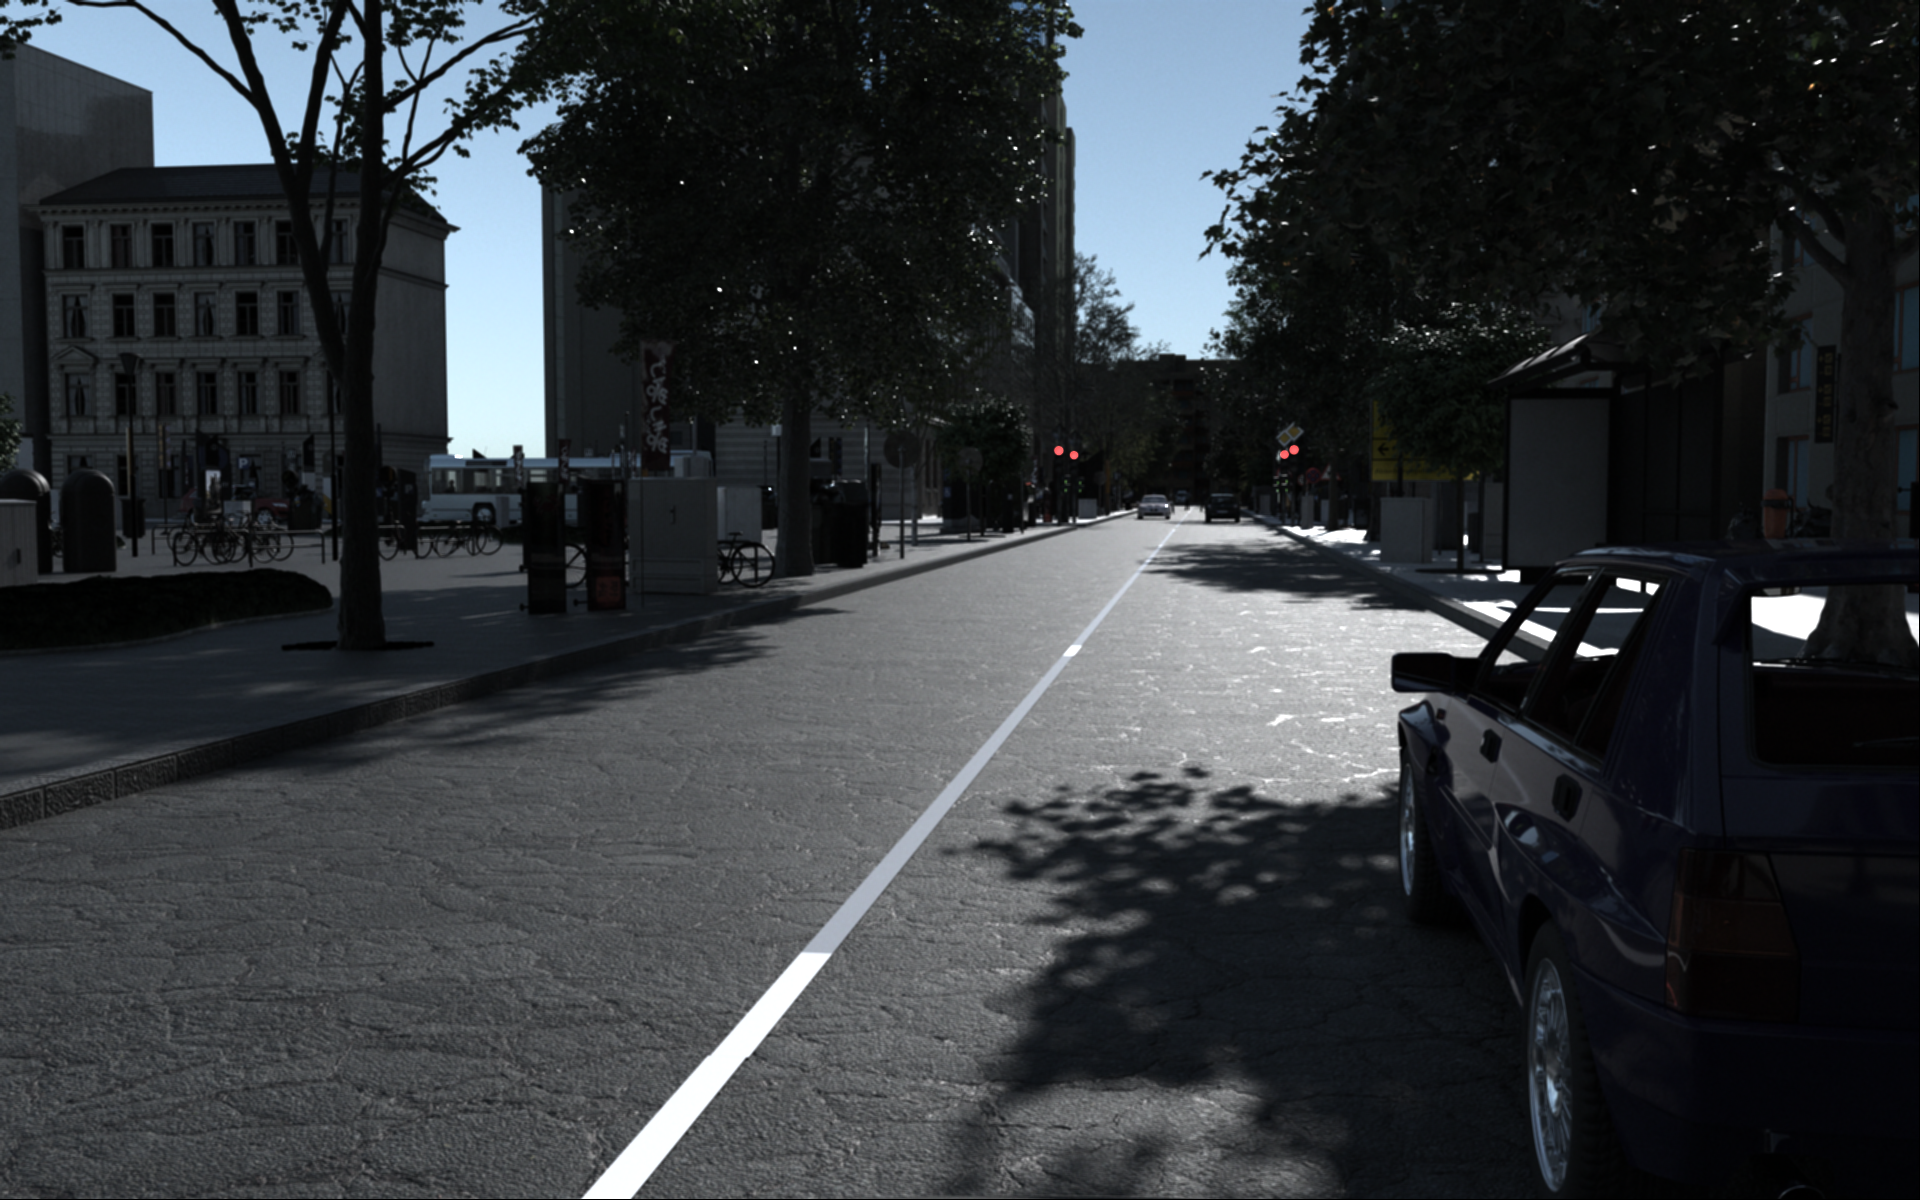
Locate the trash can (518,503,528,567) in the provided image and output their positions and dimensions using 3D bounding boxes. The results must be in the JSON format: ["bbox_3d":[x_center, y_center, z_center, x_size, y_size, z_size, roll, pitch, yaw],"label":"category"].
[{"bbox_3d":[-7.010,-1.060,28.981,0.748,1.137,0.748,0,3,0],"label":"trash can"}]

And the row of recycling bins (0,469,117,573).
[{"bbox_3d":[-15.650,-1.286,28.140,3.534,1.692,1.069,-1,4,-18],"label":"row of recycling bins"}]

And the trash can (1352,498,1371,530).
[{"bbox_3d":[14.445,-3.092,62.200,0.748,1.137,0.748,0,3,0],"label":"trash can"}]

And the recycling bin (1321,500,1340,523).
[{"bbox_3d":[16.237,-3.874,75.896,0.722,1.027,0.722,1,4,21],"label":"recycling bin"}]

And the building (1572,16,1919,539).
[{"bbox_3d":[32.105,-12.002,41.264,27.650,21.520,28.899,0,4,8],"label":"building"}]

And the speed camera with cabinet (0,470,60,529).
[{"bbox_3d":[-32.809,-4.067,60.831,2.038,3.252,0.660,0,4,1],"label":"speed camera with cabinet"}]

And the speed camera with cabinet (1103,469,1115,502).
[{"bbox_3d":[11.849,-8.809,138.370,0.660,3.252,2.038,-1,4,-10],"label":"speed camera with cabinet"}]

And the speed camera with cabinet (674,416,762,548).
[{"bbox_3d":[-5.788,-2.882,41.464,2.038,3.252,0.660,-2,4,-33],"label":"speed camera with cabinet"}]

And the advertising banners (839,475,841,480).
[{"bbox_3d":[-5.594,-5.355,83.747,0.090,3.025,2.074,1,4,14],"label":"advertising banners"}]

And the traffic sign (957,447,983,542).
[{"bbox_3d":[0.236,-2.846,46.645,0.768,2.556,0.104,1,4,15],"label":"traffic sign"}]

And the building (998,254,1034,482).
[{"bbox_3d":[-0.084,-17.353,138.471,10.420,20.320,16.860,0,4,8],"label":"building"}]

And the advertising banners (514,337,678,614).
[{"bbox_3d":[-3.929,-1.398,19.046,0.090,3.025,2.074,3,5,44],"label":"advertising banners"}]

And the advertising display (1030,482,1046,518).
[{"bbox_3d":[4.173,-5.432,94.022,0.974,1.923,0.123,1,4,9],"label":"advertising display"}]

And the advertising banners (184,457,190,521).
[{"bbox_3d":[-37.075,-5.350,83.657,0.090,3.025,2.074,0,4,-5],"label":"advertising banners"}]

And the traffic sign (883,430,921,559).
[{"bbox_3d":[-1.151,-2.095,34.366,0.768,2.556,0.104,1,4,10],"label":"traffic sign"}]

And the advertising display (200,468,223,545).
[{"bbox_3d":[-18.667,-2.326,43.242,0.123,1.923,0.974,0,4,0],"label":"advertising display"}]

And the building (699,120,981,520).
[{"bbox_3d":[-5.936,-15.861,95.487,11.583,22.565,21.152,0,4,8],"label":"building"}]

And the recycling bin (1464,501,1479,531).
[{"bbox_3d":[17.994,-2.966,61.045,0.722,1.027,0.722,-1,4,-9],"label":"recycling bin"}]

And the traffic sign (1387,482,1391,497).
[{"bbox_3d":[9.763,-2.403,39.391,0.768,2.556,0.104,1,4,10],"label":"traffic sign"}]

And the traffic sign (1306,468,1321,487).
[{"bbox_3d":[17.030,-5.105,83.568,0.768,2.556,0.104,1,4,13],"label":"traffic sign"}]

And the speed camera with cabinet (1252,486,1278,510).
[{"bbox_3d":[24.527,-8.863,139.250,2.038,3.252,0.660,3,4,36],"label":"speed camera with cabinet"}]

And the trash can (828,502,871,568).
[{"bbox_3d":[-1.925,-1.140,30.288,0.748,1.137,0.748,0,3,0],"label":"trash can"}]

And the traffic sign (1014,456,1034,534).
[{"bbox_3d":[2.024,-3.427,56.138,0.768,2.556,0.104,1,4,10],"label":"traffic sign"}]

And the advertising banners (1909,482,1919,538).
[{"bbox_3d":[12.421,-1.593,22.227,0.090,3.025,2.074,-2,4,-28],"label":"advertising banners"}]

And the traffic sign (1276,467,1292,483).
[{"bbox_3d":[14.707,-4.796,78.517,0.768,2.556,0.104,1,4,17],"label":"traffic sign"}]

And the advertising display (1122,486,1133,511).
[{"bbox_3d":[12.975,-7.887,134.172,0.974,1.923,0.123,-1,4,-22],"label":"advertising display"}]

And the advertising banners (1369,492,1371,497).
[{"bbox_3d":[25.141,-6.691,105.589,0.090,3.025,2.074,0,4,6],"label":"advertising banners"}]

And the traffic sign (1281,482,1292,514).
[{"bbox_3d":[21.269,-6.890,112.653,0.884,2.594,0.081,1,4,14],"label":"traffic sign"}]

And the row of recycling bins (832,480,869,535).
[{"bbox_3d":[-3.874,-2.804,52.964,1.069,1.692,3.534,-2,4,-33],"label":"row of recycling bins"}]

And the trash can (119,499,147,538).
[{"bbox_3d":[-24.151,-2.383,50.620,0.748,1.137,0.748,0,3,0],"label":"trash can"}]

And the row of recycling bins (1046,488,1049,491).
[{"bbox_3d":[4.190,-6.506,113.485,3.534,1.692,1.069,1,4,20],"label":"row of recycling bins"}]

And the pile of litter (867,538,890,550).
[{"bbox_3d":[-2.273,-1.639,40.765,1.176,0.858,1.719,-1,4,-14],"label":"pile of litter"}]

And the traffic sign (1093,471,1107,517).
[{"bbox_3d":[7.773,-5.889,96.393,0.768,2.556,0.104,1,4,14],"label":"traffic sign"}]

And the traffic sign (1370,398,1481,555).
[{"bbox_3d":[9.764,-2.598,36.354,2.265,3.308,0.079,1,4,13],"label":"traffic sign"}]

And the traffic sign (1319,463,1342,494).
[{"bbox_3d":[14.343,-4.109,67.181,0.884,2.594,0.081,1,4,13],"label":"traffic sign"}]

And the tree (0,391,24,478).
[{"bbox_3d":[-26.295,-3.784,45.576,4.285,4.588,4.351,0,3,0],"label":"tree"}]

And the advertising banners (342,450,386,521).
[{"bbox_3d":[-23.521,-4.449,68.922,2.074,3.025,0.090,0,4,-1],"label":"advertising banners"}]

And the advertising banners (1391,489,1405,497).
[{"bbox_3d":[13.445,-3.536,54.000,0.090,3.025,2.074,3,4,36],"label":"advertising banners"}]

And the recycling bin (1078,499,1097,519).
[{"bbox_3d":[6.601,-4.712,89.593,0.722,1.027,0.722,-2,4,-31],"label":"recycling bin"}]

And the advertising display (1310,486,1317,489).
[{"bbox_3d":[27.165,-7.814,132.969,0.123,1.923,0.974,3,4,37],"label":"advertising display"}]

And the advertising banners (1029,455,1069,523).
[{"bbox_3d":[3.949,-4.969,77.433,2.074,3.025,0.090,2,4,34],"label":"advertising banners"}]

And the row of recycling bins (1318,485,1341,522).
[{"bbox_3d":[16.791,-4.371,78.575,1.069,1.692,3.534,1,4,9],"label":"row of recycling bins"}]

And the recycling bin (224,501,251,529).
[{"bbox_3d":[-26.985,-3.189,64.700,0.722,1.027,0.722,0,4,3],"label":"recycling bin"}]

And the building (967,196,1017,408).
[{"bbox_3d":[-4.042,-16.915,118.358,13.314,21.916,24.055,0,4,8],"label":"building"}]

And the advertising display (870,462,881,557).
[{"bbox_3d":[-1.733,-1.867,35.739,0.123,1.923,0.974,0,4,3],"label":"advertising display"}]

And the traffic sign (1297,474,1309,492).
[{"bbox_3d":[21.338,-6.581,107.703,0.768,2.556,0.104,1,4,16],"label":"traffic sign"}]

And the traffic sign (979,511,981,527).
[{"bbox_3d":[0.657,-3.561,58.334,0.768,2.556,0.104,1,4,11],"label":"traffic sign"}]

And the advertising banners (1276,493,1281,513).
[{"bbox_3d":[21.649,-7.369,116.674,0.090,3.025,2.074,-2,4,-27],"label":"advertising banners"}]

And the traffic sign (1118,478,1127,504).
[{"bbox_3d":[12.675,-8.258,135.122,0.768,2.556,0.104,1,4,9],"label":"traffic sign"}]

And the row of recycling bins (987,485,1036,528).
[{"bbox_3d":[1.726,-3.630,66.458,1.069,1.692,3.534,2,4,35],"label":"row of recycling bins"}]
